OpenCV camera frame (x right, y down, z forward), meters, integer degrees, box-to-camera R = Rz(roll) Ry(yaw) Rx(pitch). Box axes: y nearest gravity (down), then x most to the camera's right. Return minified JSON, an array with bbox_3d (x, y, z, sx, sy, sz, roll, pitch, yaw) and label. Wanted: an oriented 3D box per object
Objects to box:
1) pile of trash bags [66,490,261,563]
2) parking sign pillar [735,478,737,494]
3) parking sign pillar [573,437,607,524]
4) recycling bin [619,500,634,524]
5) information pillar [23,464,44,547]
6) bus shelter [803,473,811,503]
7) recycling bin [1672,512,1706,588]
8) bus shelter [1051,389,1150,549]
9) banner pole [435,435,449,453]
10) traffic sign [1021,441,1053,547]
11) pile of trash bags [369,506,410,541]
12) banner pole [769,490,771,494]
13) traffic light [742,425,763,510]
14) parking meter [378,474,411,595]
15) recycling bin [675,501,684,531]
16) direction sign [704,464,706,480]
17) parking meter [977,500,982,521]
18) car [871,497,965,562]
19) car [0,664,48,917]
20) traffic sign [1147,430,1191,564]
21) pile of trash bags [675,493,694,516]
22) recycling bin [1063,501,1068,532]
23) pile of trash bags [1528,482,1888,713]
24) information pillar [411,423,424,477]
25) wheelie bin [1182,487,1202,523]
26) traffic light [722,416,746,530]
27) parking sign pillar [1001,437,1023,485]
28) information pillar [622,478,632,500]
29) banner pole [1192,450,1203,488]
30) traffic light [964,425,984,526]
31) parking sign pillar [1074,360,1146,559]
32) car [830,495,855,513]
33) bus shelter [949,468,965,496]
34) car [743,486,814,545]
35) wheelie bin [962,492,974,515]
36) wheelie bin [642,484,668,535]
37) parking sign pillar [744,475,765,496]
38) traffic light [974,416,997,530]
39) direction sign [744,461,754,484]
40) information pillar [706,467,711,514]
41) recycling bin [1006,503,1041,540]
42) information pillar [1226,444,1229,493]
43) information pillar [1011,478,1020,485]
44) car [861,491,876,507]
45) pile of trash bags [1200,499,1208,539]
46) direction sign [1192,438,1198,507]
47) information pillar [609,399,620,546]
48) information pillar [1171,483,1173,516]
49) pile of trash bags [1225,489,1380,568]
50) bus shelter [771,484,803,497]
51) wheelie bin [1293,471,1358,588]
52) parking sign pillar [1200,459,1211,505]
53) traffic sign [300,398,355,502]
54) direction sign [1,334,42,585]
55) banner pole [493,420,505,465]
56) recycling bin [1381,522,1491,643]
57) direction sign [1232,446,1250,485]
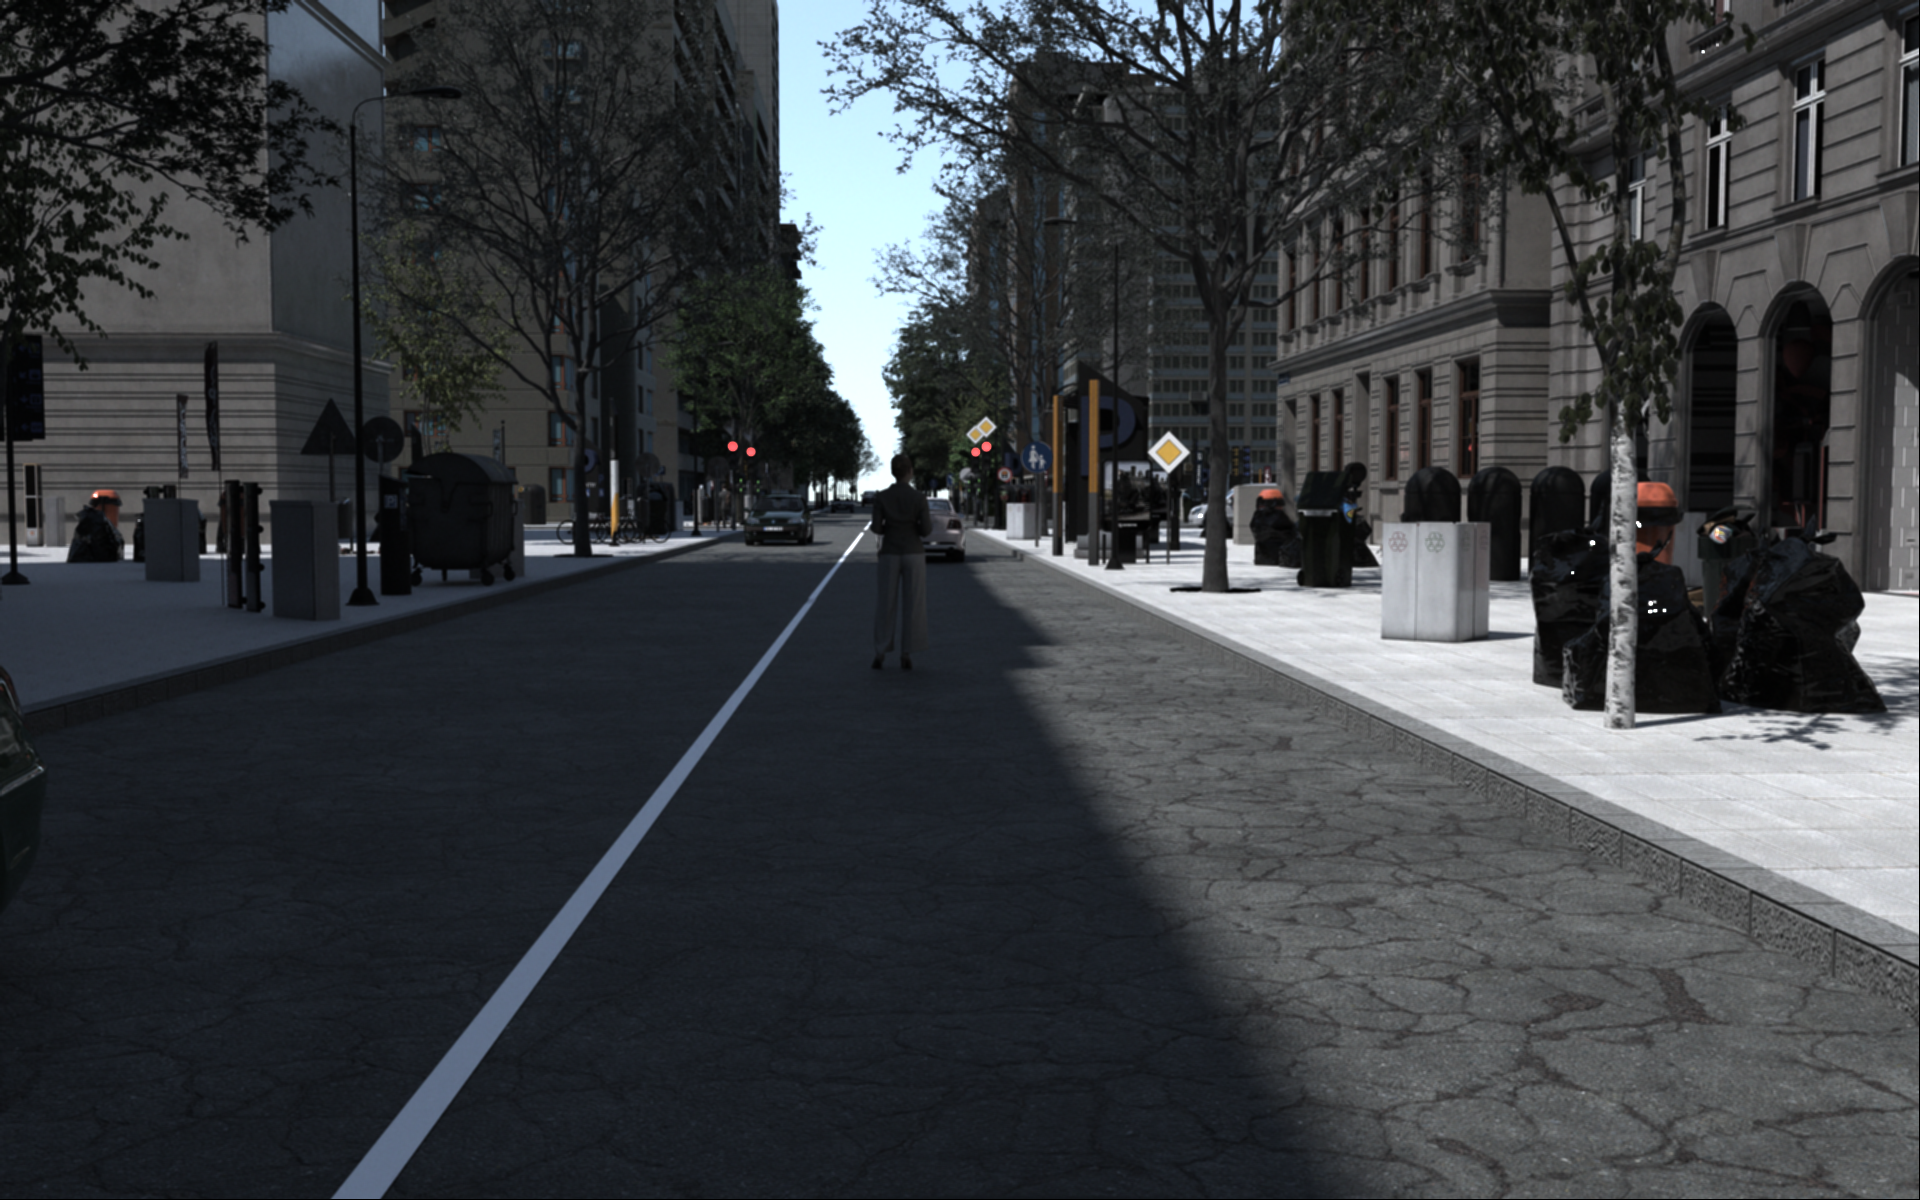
[{"bbox_3d":[-15.294,-1.433,33.177,3.447,1.369,1.912,0,4,-3],"label":"pile of trash bags"},{"bbox_3d":[-18.212,-9.496,143.724,1.447,3.967,1.447,1,4,19],"label":"parking sign pillar"},{"bbox_3d":[-15.971,-5.266,74.566,1.447,3.967,1.447,2,4,26],"label":"parking sign pillar"},{"bbox_3d":[-14.510,-3.816,74.952,0.722,1.027,0.722,-1,4,-19],"label":"recycling bin"},{"bbox_3d":[-22.549,-2.304,42.162,0.304,2.012,0.304,0,4,-6],"label":"information pillar"},{"bbox_3d":[-12.580,-8.624,134.927,2.014,3.302,5.546,0,4,-2],"label":"bus shelter"},{"bbox_3d":[9.734,-0.690,23.839,0.722,1.027,0.722,-2,4,-28],"label":"recycling bin"},{"bbox_3d":[3.347,-3.100,41.973,1.731,3.624,6.357,0,4,-2],"label":"bus shelter"},{"bbox_3d":[-21.713,-5.065,72.834,0.401,3.779,0.863,3,4,37],"label":"banner pole"},{"bbox_3d":[1.864,-2.556,41.895,0.768,2.556,0.104,0,4,4],"label":"traffic sign"},{"bbox_3d":[-14.345,-2.266,46.805,3.447,1.369,1.912,2,4,34],"label":"pile of trash bags"},{"bbox_3d":[-11.525,-7.031,104.967,0.401,3.779,0.863,0,4,-7],"label":"banner pole"},{"bbox_3d":[-8.397,-4.958,69.988,0.839,4.253,0.868,0,4,-2],"label":"traffic light"},{"bbox_3d":[-7.199,-0.835,22.071,0.372,1.533,0.369,0,3,0],"label":"parking meter"},{"bbox_3d":[-10.130,-2.942,60.651,0.722,1.027,0.722,1,4,11],"label":"recycling bin"},{"bbox_3d":[-16.071,-7.210,109.885,0.379,3.537,0.876,-2,4,-27],"label":"direction sign"},{"bbox_3d":[0.889,-4.501,82.009,0.372,1.533,0.369,0,3,0],"label":"parking meter"},{"bbox_3d":[-0.900,-1.572,38.060,2.083,1.381,4.827,0,4,-3],"label":"car"},{"bbox_3d":[-3.437,0.542,2.942,2.131,1.459,4.920,0,4,-2],"label":"car"},{"bbox_3d":[3.792,-1.855,31.511,0.795,2.450,0.064,0,4,5],"label":"traffic sign"},{"bbox_3d":[-16.659,-5.807,104.704,1.912,1.369,3.447,1,4,15],"label":"pile of trash bags"},{"bbox_3d":[3.984,-2.871,59.493,0.722,1.027,0.722,2,4,23],"label":"recycling bin"},{"bbox_3d":[4.815,-0.116,11.648,1.912,1.369,3.447,1,4,12],"label":"pile of trash bags"},{"bbox_3d":[-17.838,-4.013,56.973,0.504,3.616,0.183,2,4,29],"label":"information pillar"},{"bbox_3d":[10.377,-4.276,77.828,0.980,1.594,0.693,-3,4,-36],"label":"wheelie bin"},{"bbox_3d":[-8.084,-4.470,62.009,0.839,4.253,0.868,0,4,-2],"label":"traffic light"},{"bbox_3d":[2.461,-5.713,81.877,1.447,3.967,1.447,3,4,36],"label":"parking sign pillar"},{"bbox_3d":[-15.486,-4.655,80.600,0.304,2.012,0.304,1,4,20],"label":"information pillar"},{"bbox_3d":[11.945,-5.965,87.548,0.401,3.779,0.863,-3,5,-40],"label":"banner pole"},{"bbox_3d":[0.607,-4.981,70.355,0.839,4.253,0.868,0,4,-2],"label":"traffic light"},{"bbox_3d":[2.999,-2.818,34.543,1.447,3.967,1.447,0,4,7],"label":"parking sign pillar"},{"bbox_3d":[-9.027,-7.388,133.375,1.945,1.354,3.894,0,4,-2],"label":"car"},{"bbox_3d":[0.010,-9.958,140.448,2.179,5.291,8.768,0,4,-2],"label":"bus shelter"},{"bbox_3d":[-5.150,-2.430,49.519,2.009,1.686,4.222,0,4,-1],"label":"car"},{"bbox_3d":[0.560,-6.061,107.006,0.693,1.594,0.980,2,4,25],"label":"wheelie bin"},{"bbox_3d":[-9.584,-2.843,54.395,0.693,1.594,0.980,-2,4,-34],"label":"wheelie bin"},{"bbox_3d":[-16.218,-9.228,139.342,1.447,3.967,1.447,-3,5,-41],"label":"parking sign pillar"},{"bbox_3d":[0.920,-4.493,62.376,0.839,4.253,0.868,0,4,-2],"label":"traffic light"},{"bbox_3d":[-12.071,-6.562,99.291,0.876,3.537,0.379,0,4,-4],"label":"direction sign"},{"bbox_3d":[-13.981,-6.419,96.301,0.183,3.616,0.504,1,4,15],"label":"information pillar"},{"bbox_3d":[1.796,-2.222,48.887,0.722,1.027,0.722,-3,5,-41],"label":"recycling bin"},{"bbox_3d":[10.646,-4.804,69.892,0.504,3.616,0.183,-3,4,-36],"label":"information pillar"},{"bbox_3d":[2.484,-4.493,77.952,0.304,2.012,0.304,2,4,27],"label":"information pillar"},{"bbox_3d":[-10.198,-11.559,197.654,2.281,1.827,5.304,0,4,-2],"label":"car"},{"bbox_3d":[7.918,-2.439,49.627,1.912,1.369,3.447,0,4,4],"label":"pile of trash bags"},{"bbox_3d":[9.593,-4.816,70.736,0.379,3.537,0.876,1,4,20],"label":"direction sign"},{"bbox_3d":[-8.476,-3.126,42.470,0.183,3.616,0.504,-2,4,-25],"label":"information pillar"},{"bbox_3d":[10.296,-4.944,85.323,0.304,2.012,0.304,-1,4,-16],"label":"information pillar"},{"bbox_3d":[6.173,-1.332,31.537,1.912,1.369,3.447,-1,4,-13],"label":"pile of trash bags"},{"bbox_3d":[-11.758,-7.411,115.085,2.014,3.302,5.546,0,4,-2],"label":"bus shelter"},{"bbox_3d":[5.069,-0.984,23.995,0.980,1.594,0.693,3,4,38],"label":"wheelie bin"},{"bbox_3d":[18.943,-8.810,132.511,1.447,3.967,1.447,-2,4,-32],"label":"parking sign pillar"},{"bbox_3d":[-8.514,-1.437,23.494,0.884,2.594,0.081,0,4,4],"label":"traffic sign"},{"bbox_3d":[-13.443,-1.990,24.533,0.876,3.537,0.379,-2,4,-30],"label":"direction sign"},{"bbox_3d":[-15.633,-4.212,58.883,0.863,3.779,0.401,3,5,43],"label":"banner pole"},{"bbox_3d":[4.215,-0.171,15.345,0.722,1.027,0.722,3,5,41],"label":"recycling bin"},{"bbox_3d":[13.200,-5.470,81.438,0.876,3.537,0.379,2,4,24],"label":"direction sign"}]
